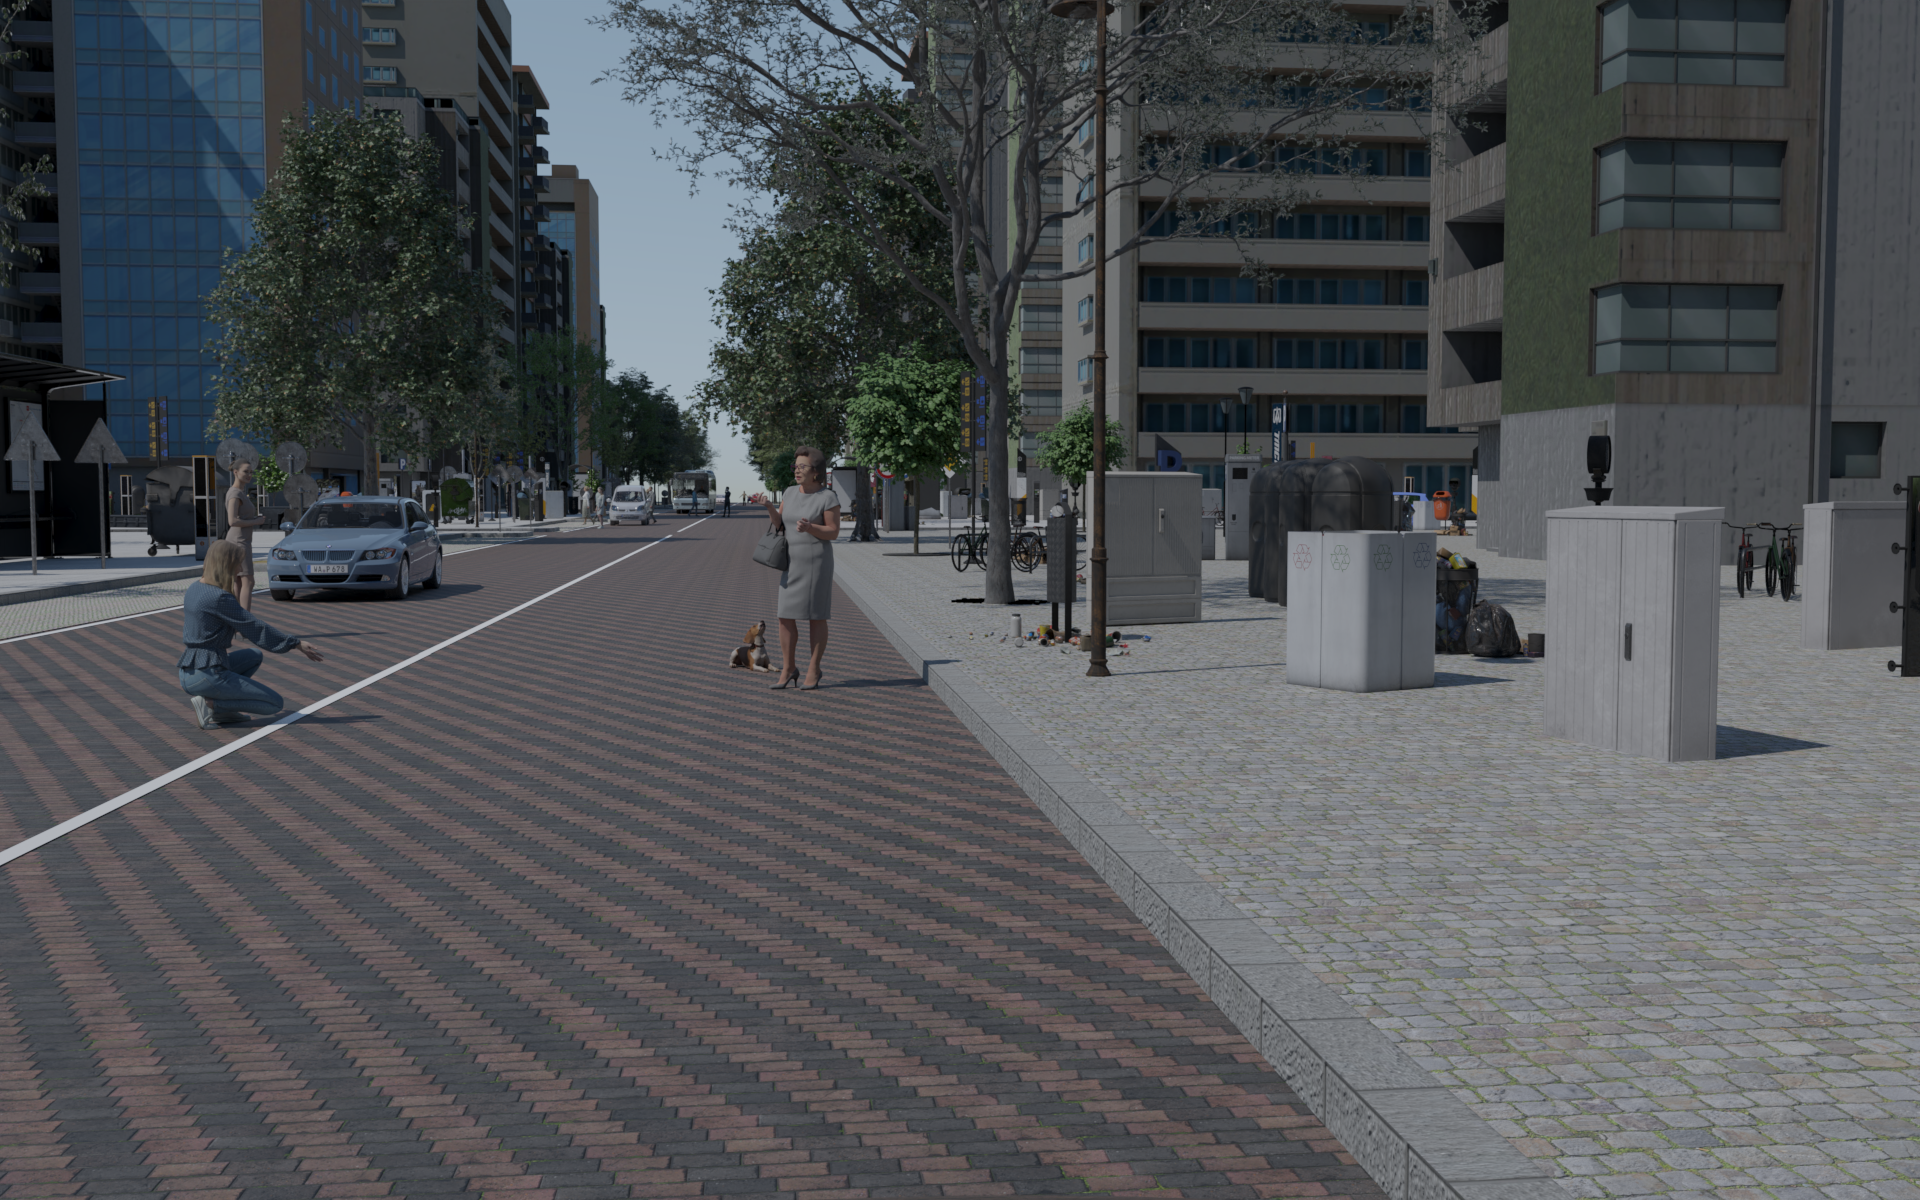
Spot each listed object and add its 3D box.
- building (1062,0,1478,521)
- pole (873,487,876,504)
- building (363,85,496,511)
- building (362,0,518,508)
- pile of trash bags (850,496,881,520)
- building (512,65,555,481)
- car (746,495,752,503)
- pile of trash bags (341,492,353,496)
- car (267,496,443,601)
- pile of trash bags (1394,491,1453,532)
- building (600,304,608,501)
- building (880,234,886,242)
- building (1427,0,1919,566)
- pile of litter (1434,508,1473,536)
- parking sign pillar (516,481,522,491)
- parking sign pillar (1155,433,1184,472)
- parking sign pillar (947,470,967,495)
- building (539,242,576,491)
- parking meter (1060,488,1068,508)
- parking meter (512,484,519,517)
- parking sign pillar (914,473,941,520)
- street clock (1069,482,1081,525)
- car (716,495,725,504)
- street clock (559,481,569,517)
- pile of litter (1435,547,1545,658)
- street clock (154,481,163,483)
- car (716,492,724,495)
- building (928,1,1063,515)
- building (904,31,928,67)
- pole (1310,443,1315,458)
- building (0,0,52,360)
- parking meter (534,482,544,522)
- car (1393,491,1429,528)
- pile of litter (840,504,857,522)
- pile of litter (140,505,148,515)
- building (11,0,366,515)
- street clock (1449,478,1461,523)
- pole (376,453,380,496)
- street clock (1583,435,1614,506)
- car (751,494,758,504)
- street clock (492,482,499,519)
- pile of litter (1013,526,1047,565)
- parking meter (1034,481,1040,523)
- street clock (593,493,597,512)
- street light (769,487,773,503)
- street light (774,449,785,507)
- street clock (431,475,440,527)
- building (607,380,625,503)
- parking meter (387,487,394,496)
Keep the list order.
[{"bbox_3d":[16.544,-28.572,90.859,21.600,48.544,21.300,0,4,-7],"label":"building"},{"bbox_3d":[-4.443,-5.937,90.908,0.158,3.312,0.155,0,3,0],"label":"pole"},{"bbox_3d":[-42.229,-21.673,126.050,14.160,30.474,14.107,0,4,-7],"label":"building"},{"bbox_3d":[-50.410,-32.074,148.119,21.300,48.544,21.600,0,4,-7],"label":"building"},{"bbox_3d":[-4.594,-4.727,87.032,1.912,1.369,3.447,-1,4,-19],"label":"pile of trash bags"},{"bbox_3d":[-52.988,-31.730,173.403,22.147,44.769,28.867,0,4,-7],"label":"building"},{"bbox_3d":[-35.243,-17.202,293.829,1.945,1.354,3.894,-1,4,-9],"label":"car"},{"bbox_3d":[-25.099,-3.842,72.577,1.912,1.369,3.447,0,4,2],"label":"pile of trash bags"},{"bbox_3d":[-8.594,-0.790,24.911,2.014,1.417,4.499,0,4,-7],"label":"car"},{"bbox_3d":[14.284,-2.831,56.041,3.447,1.369,1.912,3,5,40],"label":"pile of trash bags"},{"bbox_3d":[-59.316,-29.449,253.196,14.160,30.474,14.107,0,4,-7],"label":"building"},{"bbox_3d":[1.588,-33.003,194.226,22.147,44.769,28.867,0,4,-7],"label":"building"},{"bbox_3d":[17.762,-16.256,37.482,14.160,30.474,14.107,0,4,-7],"label":"building"},{"bbox_3d":[15.217,-2.419,53.514,1.176,0.858,1.719,0,4,5],"label":"pile of litter"},{"bbox_3d":[-34.612,-9.007,135.733,1.447,3.967,1.447,0,4,-5],"label":"parking sign pillar"},{"bbox_3d":[9.328,-5.421,77.100,1.447,3.967,1.447,-2,4,-24],"label":"parking sign pillar"},{"bbox_3d":[-0.205,-7.901,117.647,1.447,3.967,1.447,1,4,21],"label":"parking sign pillar"},{"bbox_3d":[-51.393,-25.928,195.620,14.160,30.474,14.107,0,4,-7],"label":"building"},{"bbox_3d":[4.499,-4.078,75.084,0.372,1.533,0.369,0,3,0],"label":"parking meter"},{"bbox_3d":[-24.635,-5.524,96.029,0.255,1.863,0.399,1,4,18],"label":"parking meter"},{"bbox_3d":[-1.670,-6.059,87.541,1.447,3.967,1.447,1,4,10],"label":"parking sign pillar"},{"bbox_3d":[4.720,-4.059,70.939,0.471,2.002,0.358,-2,4,-25],"label":"street clock"},{"bbox_3d":[-31.858,-13.319,230.124,2.083,1.381,4.827,0,4,-6],"label":"car"},{"bbox_3d":[-21.884,-5.577,95.761,0.471,2.002,0.358,-1,4,-20],"label":"street clock"},{"bbox_3d":[4.081,-0.012,14.158,1.176,0.858,1.719,-2,4,-35],"label":"pile of litter"},{"bbox_3d":[-31.957,-3.958,69.279,0.358,2.002,0.471,1,4,16],"label":"street clock"},{"bbox_3d":[-33.571,-14.245,242.692,2.009,1.686,4.222,0,4,-7],"label":"car"},{"bbox_3d":[4.421,-27.420,131.909,14.154,41.232,14.086,0,4,-7],"label":"building"},{"bbox_3d":[5.894,-31.222,165.102,22.147,44.769,28.867,0,4,-7],"label":"building"},{"bbox_3d":[13.956,-4.575,68.652,0.158,3.312,0.155,0,3,0],"label":"pole"},{"bbox_3d":[-60.115,-24.199,87.535,23.993,40.220,32.217,0,4,-7],"label":"building"},{"bbox_3d":[-19.713,-4.607,81.038,0.255,1.863,0.399,2,4,26],"label":"parking meter"},{"bbox_3d":[16.379,-3.484,66.547,3.694,1.707,1.945,0,4,-7],"label":"car"},{"bbox_3d":[-5.135,-4.113,81.213,1.176,0.858,1.719,1,4,22],"label":"pile of litter"},{"bbox_3d":[-31.424,-3.234,66.845,1.719,0.858,1.176,0,4,3],"label":"pile of litter"},{"bbox_3d":[-41.251,-27.185,94.582,14.600,45.320,14.200,0,4,-7],"label":"building"},{"bbox_3d":[21.999,-4.433,77.050,0.471,2.002,0.358,3,5,41],"label":"street clock"},{"bbox_3d":[-28.782,-5.611,85.577,0.158,3.312,0.155,0,3,0],"label":"pole"},{"bbox_3d":[7.902,-1.033,21.455,0.358,2.002,0.471,2,4,29],"label":"street clock"},{"bbox_3d":[-28.497,-14.343,243.552,2.155,1.783,4.494,0,4,-7],"label":"car"},{"bbox_3d":[-24.336,-5.281,90.909,0.471,2.002,0.358,-1,4,-12],"label":"street clock"},{"bbox_3d":[1.548,-1.115,32.194,1.176,0.858,1.719,1,4,19],"label":"pile of litter"},{"bbox_3d":[3.397,-4.337,76.617,0.255,1.863,0.399,0,4,4],"label":"parking meter"},{"bbox_3d":[-26.443,-7.386,125.328,0.471,2.002,0.358,2,4,29],"label":"street clock"},{"bbox_3d":[-27.488,-17.175,253.592,0.468,5.910,1.993,0,4,-7],"label":"street light"},{"bbox_3d":[-17.777,-12.106,170.728,0.468,5.910,1.993,0,4,-7],"label":"street light"},{"bbox_3d":[-20.167,-3.794,66.601,0.358,2.002,0.471,-1,4,-21],"label":"street clock"},{"bbox_3d":[-68.259,-26.253,274.269,27.650,21.520,28.899,0,4,-7],"label":"building"},{"bbox_3d":[-21.291,-3.460,64.985,0.372,1.533,0.369,0,3,0],"label":"parking meter"}]
